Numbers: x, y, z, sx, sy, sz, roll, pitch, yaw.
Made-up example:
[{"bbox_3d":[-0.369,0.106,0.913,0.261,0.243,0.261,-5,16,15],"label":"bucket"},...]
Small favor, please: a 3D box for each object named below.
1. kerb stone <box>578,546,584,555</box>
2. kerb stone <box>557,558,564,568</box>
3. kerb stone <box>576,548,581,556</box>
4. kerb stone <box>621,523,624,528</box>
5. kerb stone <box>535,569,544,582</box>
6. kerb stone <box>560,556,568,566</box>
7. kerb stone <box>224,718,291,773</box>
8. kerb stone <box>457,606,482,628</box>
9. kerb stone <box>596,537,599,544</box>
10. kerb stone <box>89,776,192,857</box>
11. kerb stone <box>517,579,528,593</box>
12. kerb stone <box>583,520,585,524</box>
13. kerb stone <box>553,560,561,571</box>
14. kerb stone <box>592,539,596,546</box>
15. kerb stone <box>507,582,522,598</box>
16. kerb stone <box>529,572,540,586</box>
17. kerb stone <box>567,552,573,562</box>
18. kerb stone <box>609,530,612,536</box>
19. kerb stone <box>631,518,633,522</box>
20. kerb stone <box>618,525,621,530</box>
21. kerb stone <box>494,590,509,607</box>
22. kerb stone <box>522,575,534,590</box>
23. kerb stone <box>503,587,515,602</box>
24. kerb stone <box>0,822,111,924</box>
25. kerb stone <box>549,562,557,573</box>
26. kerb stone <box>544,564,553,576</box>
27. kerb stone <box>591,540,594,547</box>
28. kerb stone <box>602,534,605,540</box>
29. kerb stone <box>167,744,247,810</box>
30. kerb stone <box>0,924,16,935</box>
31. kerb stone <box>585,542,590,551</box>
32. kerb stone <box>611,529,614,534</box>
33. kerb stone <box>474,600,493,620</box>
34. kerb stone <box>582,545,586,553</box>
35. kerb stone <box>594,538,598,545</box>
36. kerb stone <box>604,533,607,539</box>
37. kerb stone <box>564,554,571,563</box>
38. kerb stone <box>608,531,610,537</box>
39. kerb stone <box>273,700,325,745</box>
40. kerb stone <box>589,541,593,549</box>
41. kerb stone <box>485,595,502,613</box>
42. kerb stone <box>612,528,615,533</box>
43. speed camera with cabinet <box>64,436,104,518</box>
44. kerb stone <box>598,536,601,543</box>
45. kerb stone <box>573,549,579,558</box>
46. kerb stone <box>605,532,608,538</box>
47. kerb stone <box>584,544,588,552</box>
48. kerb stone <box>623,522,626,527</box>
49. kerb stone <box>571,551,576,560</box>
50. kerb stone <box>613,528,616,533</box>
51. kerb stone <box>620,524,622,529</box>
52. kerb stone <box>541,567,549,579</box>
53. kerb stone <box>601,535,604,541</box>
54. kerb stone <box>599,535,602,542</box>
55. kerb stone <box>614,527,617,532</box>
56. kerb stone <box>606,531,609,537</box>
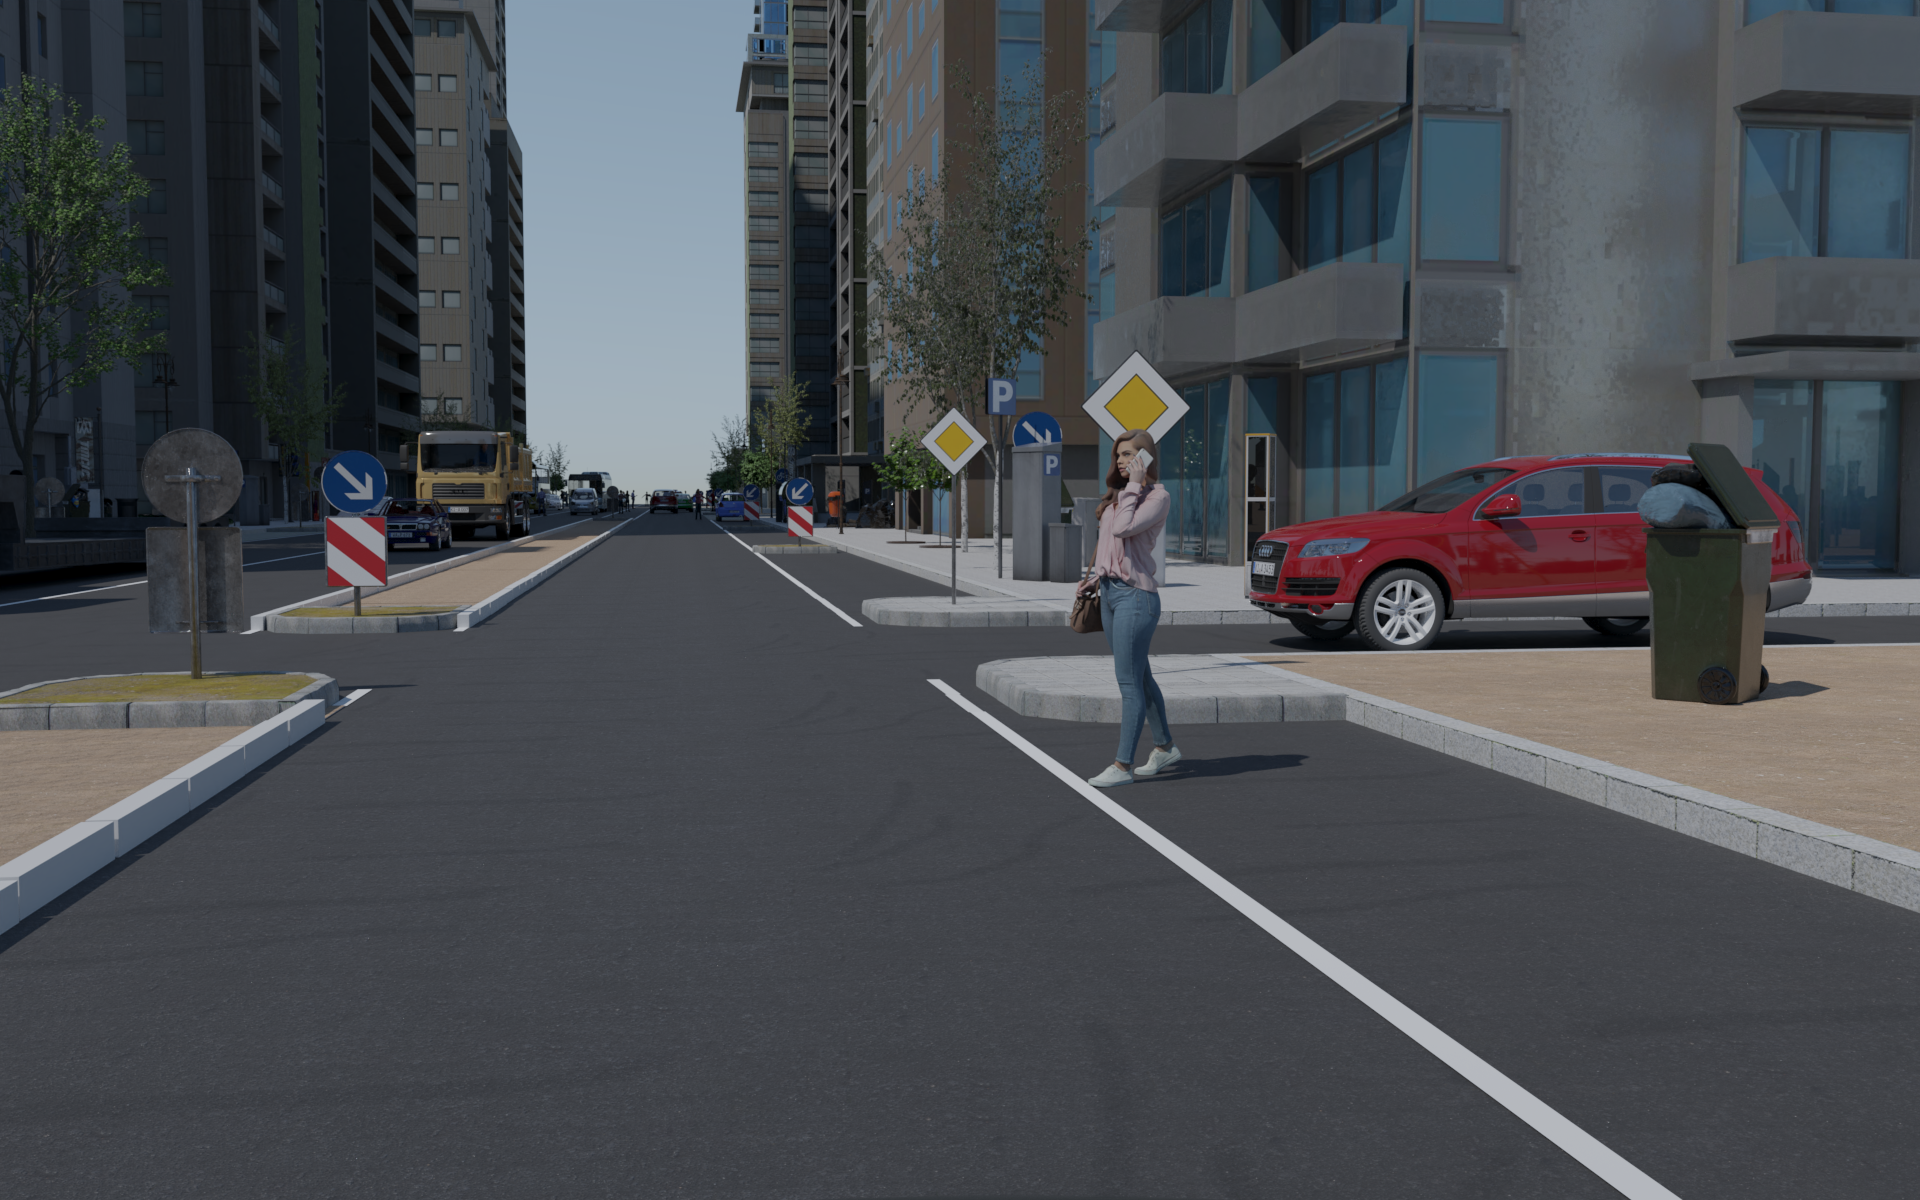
[{"bbox_3d":[-8.878,-1.101,40.198,0.120,0.150,1.000,-1,4,-9],"label":"kerb stone"},{"bbox_3d":[-7.717,-0.668,33.117,0.120,0.150,1.000,-1,4,-9],"label":"kerb stone"},{"bbox_3d":[-8.711,-1.039,39.186,0.120,0.150,1.000,-1,4,-9],"label":"kerb stone"},{"bbox_3d":[-13.887,-2.958,70.559,0.120,0.150,1.000,-1,4,-9],"label":"kerb stone"},{"bbox_3d":[-6.884,-0.359,28.073,0.120,0.150,1.000,-1,4,-9],"label":"kerb stone"},{"bbox_3d":[-7.877,-0.730,34.127,0.120,0.150,1.000,-1,4,-9],"label":"kerb stone"},{"bbox_3d":[-3.792,0.787,9.329,0.120,0.150,1.000,-1,4,-9],"label":"kerb stone"},{"bbox_3d":[-5.387,0.201,18.988,0.120,0.150,1.000,-1,4,-9],"label":"kerb stone"},{"bbox_3d":[-10.211,-1.595,48.288,0.120,0.150,1.000,-1,4,-9],"label":"kerb stone"},{"bbox_3d":[-3.457,0.911,7.308,0.120,0.150,1.000,-1,4,-9],"label":"kerb stone"},{"bbox_3d":[-6.385,-0.174,25.046,0.120,0.150,1.000,-1,4,-9],"label":"kerb stone"},{"bbox_3d":[-17.613,-3.554,80.307,0.120,0.150,1.000,-1,4,-9],"label":"kerb stone"},{"bbox_3d":[-7.547,-0.606,32.110,0.120,0.150,1.000,-1,4,-9],"label":"kerb stone"},{"bbox_3d":[-9.880,-1.471,46.270,0.120,0.150,1.000,-1,4,-9],"label":"kerb stone"},{"bbox_3d":[-6.220,-0.112,24.038,0.120,0.150,1.000,-1,4,-9],"label":"kerb stone"},{"bbox_3d":[-6.705,-0.295,27.067,0.120,0.150,1.000,-1,4,-9],"label":"kerb stone"},{"bbox_3d":[-8.214,-0.853,36.145,0.120,0.150,1.000,-1,4,-9],"label":"kerb stone"},{"bbox_3d":[-11.709,-2.153,57.391,0.120,0.150,1.000,-1,4,-9],"label":"kerb stone"},{"bbox_3d":[-16.217,-3.819,84.726,0.120,0.150,1.000,-1,4,-9],"label":"kerb stone"},{"bbox_3d":[-13.210,-2.707,66.505,0.120,0.150,1.000,-1,4,-9],"label":"kerb stone"},{"bbox_3d":[-5.876,0.011,22.019,0.120,0.150,1.000,-1,4,-9],"label":"kerb stone"},{"bbox_3d":[-6.545,-0.236,26.056,0.120,0.150,1.000,-1,4,-9],"label":"kerb stone"},{"bbox_3d":[-6.053,-0.044,23.030,0.120,0.150,1.000,-1,4,-9],"label":"kerb stone"},{"bbox_3d":[-3.295,0.973,6.292,0.120,0.150,1.000,-1,4,-9],"label":"kerb stone"},{"bbox_3d":[-7.380,-0.538,31.102,0.120,0.150,1.000,-1,4,-9],"label":"kerb stone"},{"bbox_3d":[-7.209,-0.482,30.094,0.120,0.150,1.000,-1,4,-9],"label":"kerb stone"},{"bbox_3d":[-9.714,-1.410,45.253,0.120,0.150,1.000,-1,4,-9],"label":"kerb stone"},{"bbox_3d":[-10.876,-1.844,52.341,0.120,0.150,1.000,-1,4,-9],"label":"kerb stone"},{"bbox_3d":[-3.622,0.849,8.317,0.120,0.150,1.000,-1,4,-9],"label":"kerb stone"},{"bbox_3d":[-3.124,1.041,5.284,0.120,0.150,1.000,-1,4,-9],"label":"kerb stone"},{"bbox_3d":[-9.379,-1.286,43.223,0.120,0.150,1.000,-1,4,-9],"label":"kerb stone"},{"bbox_3d":[-12.046,-2.276,59.425,0.120,0.150,1.000,-1,4,-9],"label":"kerb stone"},{"bbox_3d":[-5.544,0.134,20.002,0.120,0.150,1.000,-1,4,-9],"label":"kerb stone"},{"bbox_3d":[-9.046,-1.160,41.206,0.120,0.150,1.000,-1,4,-9],"label":"kerb stone"},{"bbox_3d":[-10.044,-1.534,47.280,0.120,0.150,1.000,-1,4,-9],"label":"kerb stone"},{"bbox_3d":[-11.044,-1.901,53.349,0.120,0.150,1.000,-1,4,-9],"label":"kerb stone"},{"bbox_3d":[-8.044,-0.792,35.137,0.120,0.150,1.000,-1,4,-9],"label":"kerb stone"},{"bbox_3d":[-11.541,-2.090,56.374,0.120,0.150,1.000,-1,4,-9],"label":"kerb stone"},{"bbox_3d":[-3.954,0.728,10.341,0.120,0.150,1.000,-1,4,-9],"label":"kerb stone"},{"bbox_3d":[-9.537,-1.348,44.239,0.120,0.150,1.000,-1,4,-9],"label":"kerb stone"},{"bbox_3d":[-5.704,0.072,21.012,0.120,0.150,1.000,-1,4,-9],"label":"kerb stone"},{"bbox_3d":[-12.215,-2.338,60.434,0.120,0.150,1.000,-1,4,-9],"label":"kerb stone"},{"bbox_3d":[-29.653,-3.931,58.605,2.038,3.252,0.660,3,5,44],"label":"speed camera with cabinet"},{"bbox_3d":[-10.375,-1.657,49.308,0.120,0.150,1.000,-1,4,-9],"label":"kerb stone"},{"bbox_3d":[-8.546,-0.977,38.169,0.120,0.150,1.000,-1,4,-9],"label":"kerb stone"},{"bbox_3d":[-11.221,-1.967,54.355,0.120,0.150,1.000,-1,4,-9],"label":"kerb stone"},{"bbox_3d":[-9.210,-1.222,42.215,0.120,0.150,1.000,-1,4,-9],"label":"kerb stone"},{"bbox_3d":[-14.393,-3.143,73.589,0.120,0.150,1.000,-1,4,-9],"label":"kerb stone"},{"bbox_3d":[-8.375,-0.915,37.156,0.120,0.150,1.000,-1,4,-9],"label":"kerb stone"},{"bbox_3d":[-12.379,-2.401,61.446,0.120,0.150,1.000,-1,4,-9],"label":"kerb stone"},{"bbox_3d":[-13.548,-2.834,68.532,0.120,0.150,1.000,-1,4,-9],"label":"kerb stone"},{"bbox_3d":[-7.045,-0.419,29.083,0.120,0.150,1.000,-1,4,-9],"label":"kerb stone"},{"bbox_3d":[-10.715,-1.782,51.331,0.120,0.150,1.000,-1,4,-9],"label":"kerb stone"},{"bbox_3d":[-10.547,-1.714,50.316,0.120,0.150,1.000,-1,4,-9],"label":"kerb stone"},{"bbox_3d":[-12.545,-2.462,62.455,0.120,0.150,1.000,-1,4,-9],"label":"kerb stone"},{"bbox_3d":[-11.372,-2.027,55.367,0.120,0.150,1.000,-1,4,-9],"label":"kerb stone"}]
